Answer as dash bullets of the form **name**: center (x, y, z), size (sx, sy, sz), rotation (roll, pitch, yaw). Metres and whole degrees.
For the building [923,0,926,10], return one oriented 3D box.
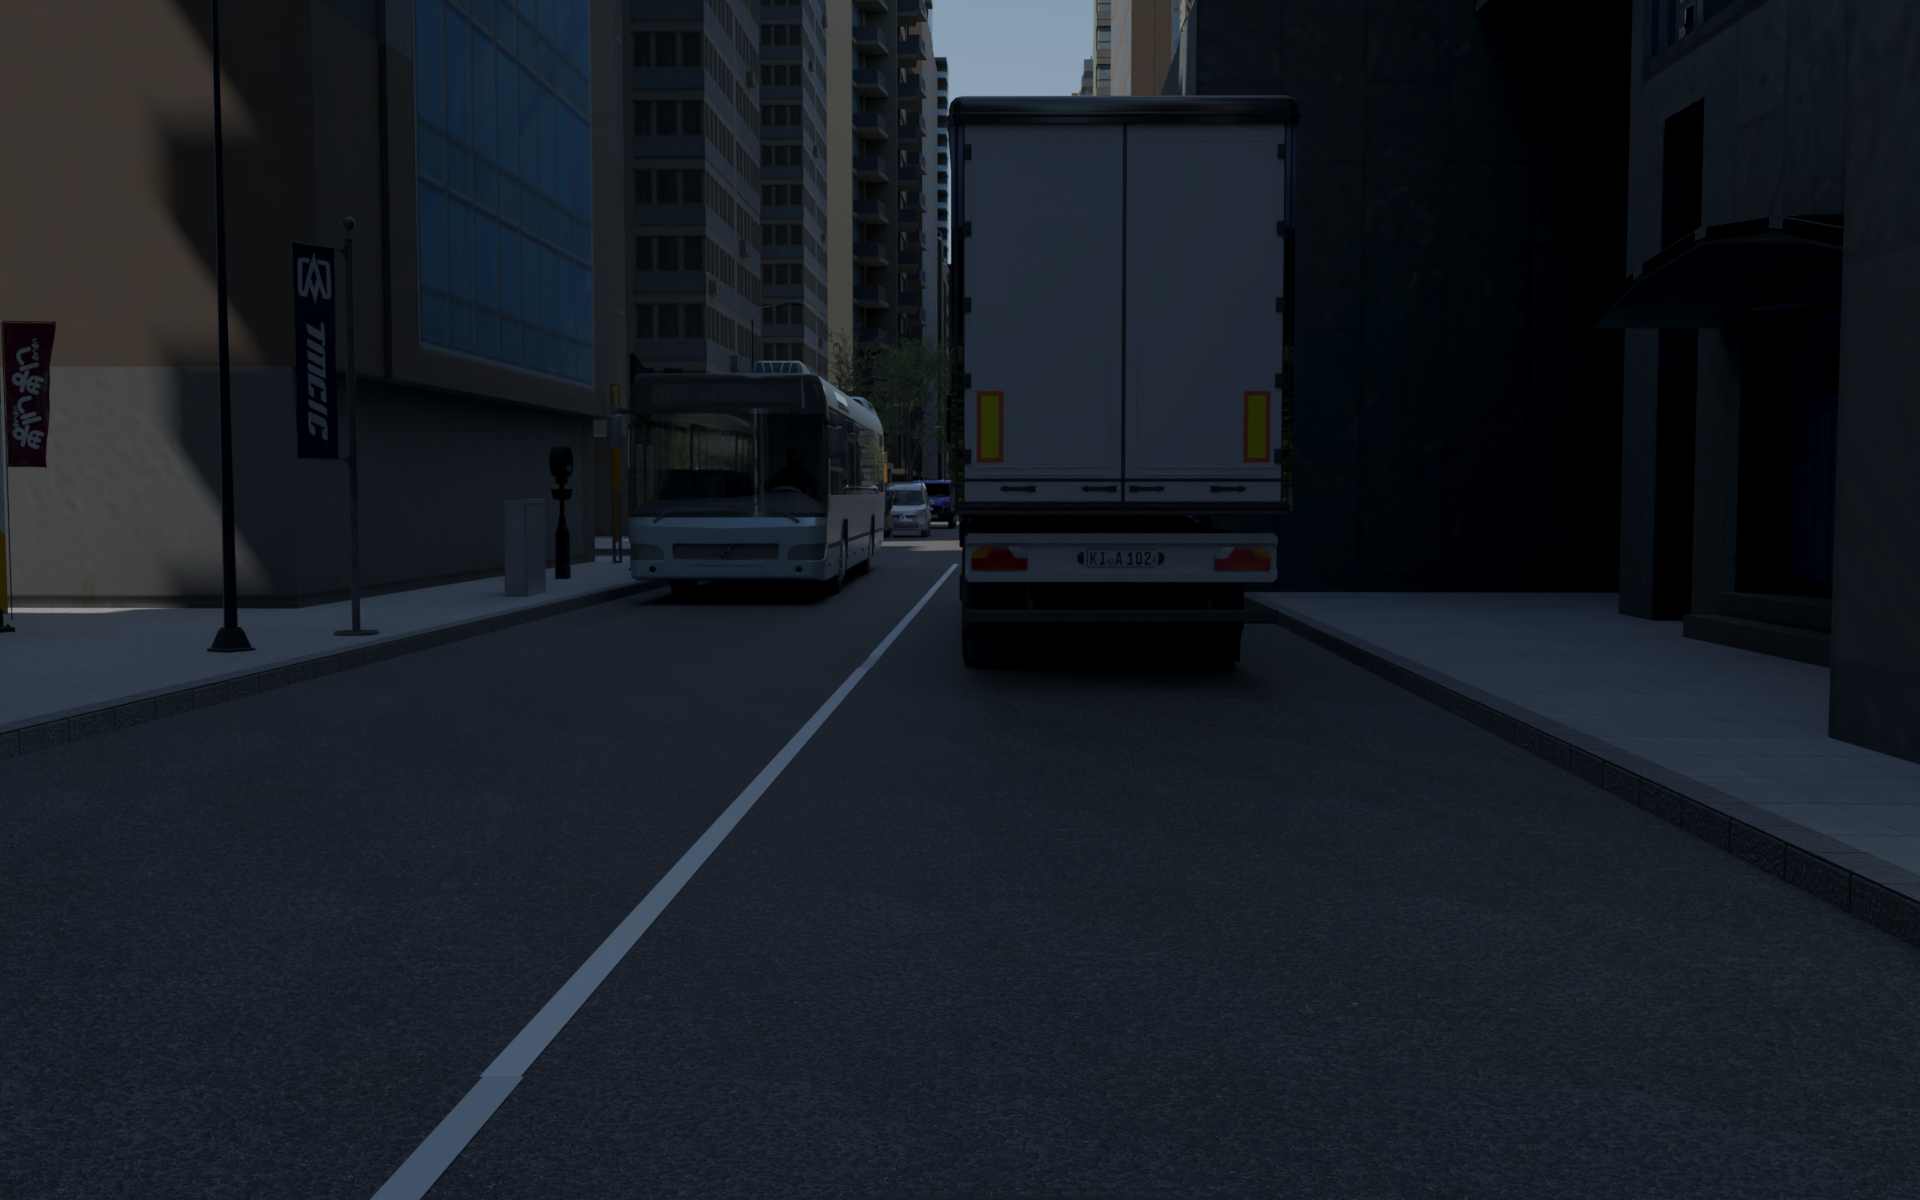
- **building**: center (-9.819, -30.759, 153.025), size (14.600, 45.320, 14.200), rotation (0, 4, 2)

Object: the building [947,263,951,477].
- **building**: center (-7.671, -26.746, 208.993), size (14.160, 30.474, 14.107), rotation (0, 4, 2)

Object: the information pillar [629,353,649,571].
- **information pillar**: center (-5.328, -2.303, 29.004), size (0.183, 3.616, 0.504), rotation (2, 4, 32)

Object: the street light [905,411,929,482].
- **street light**: center (-2.514, -7.629, 97.274), size (1.470, 5.913, 1.316), rotation (0, 4, 2)

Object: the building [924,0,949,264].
- **building**: center (-11.136, -56.145, 230.644), size (22.319, 86.520, 31.000), rotation (0, 4, 2)

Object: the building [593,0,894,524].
- **building**: center (-20.098, -24.581, 93.773), size (32.217, 40.220, 23.993), rotation (0, 4, 2)

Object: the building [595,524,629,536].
- **building**: center (-19.733, -22.329, 56.963), size (32.217, 40.220, 23.993), rotation (0, 4, 2)

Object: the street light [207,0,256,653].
- **street light**: center (-5.422, -2.534, 13.968), size (1.470, 5.913, 1.316), rotation (0, 4, 2)

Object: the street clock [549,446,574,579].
- **street clock**: center (-6.011, -1.321, 26.161), size (0.358, 2.002, 0.471), rotation (0, 4, 5)

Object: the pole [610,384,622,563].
- **pole**: center (-6.369, -2.339, 32.089), size (0.158, 3.312, 0.155), rotation (0, 3, 0)

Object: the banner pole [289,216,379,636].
- **banner pole**: center (-5.625, -1.559, 15.514), size (0.401, 3.779, 0.863), rotation (2, 4, 28)

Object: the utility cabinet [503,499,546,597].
- **utility cabinet**: center (-5.551, -0.668, 22.081), size (0.306, 1.237, 1.020), rotation (0, 4, 0)

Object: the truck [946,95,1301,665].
- **truck**: center (1.199, -1.768, 17.826), size (2.839, 4.237, 11.283), rotation (0, 4, 0)

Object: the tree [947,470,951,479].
- **tree**: center (0.027, -12.773, 192.544), size (4.285, 4.588, 4.351), rotation (0, 3, 0)

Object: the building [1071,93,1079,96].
- **building**: center (24.542, -43.972, 260.939), size (21.231, 58.520, 28.212), rotation (0, 4, 2)

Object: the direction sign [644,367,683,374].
- **direction sign**: center (-5.400, -2.396, 31.169), size (0.876, 3.537, 0.379), rotation (-2, 4, -26)

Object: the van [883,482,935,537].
- **van**: center (-1.852, -3.161, 58.688), size (2.013, 2.044, 4.112), rotation (0, 4, 1)

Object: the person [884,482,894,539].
- **person**: center (-2.362, -2.848, 55.047), size (0.794, 1.824, 0.713), rotation (2, 4, 35)

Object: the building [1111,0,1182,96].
- **building**: center (13.397, -25.675, 69.900), size (14.600, 45.320, 14.200), rotation (0, 4, 2)

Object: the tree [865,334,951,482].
- **tree**: center (-3.180, -11.431, 112.644), size (9.928, 11.665, 9.643), rotation (0, 3, 0)

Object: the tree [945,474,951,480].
- **tree**: center (-0.883, -10.446, 165.399), size (1.663, 3.219, 1.824), rotation (0, 3, 0)

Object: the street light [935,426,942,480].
- **street light**: center (-1.948, -8.954, 118.945), size (1.470, 5.913, 1.316), rotation (0, 4, 2)

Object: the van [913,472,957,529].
- **van**: center (-1.121, -4.217, 73.324), size (2.240, 2.365, 5.245), rotation (0, 4, 2)

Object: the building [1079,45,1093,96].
- **building**: center (23.265, -33.972, 175.055), size (23.786, 49.044, 30.456), rotation (0, 4, 2)

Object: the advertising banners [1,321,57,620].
- **advertising banners**: center (-10.183, -1.304, 17.513), size (2.074, 3.025, 0.090), rotation (0, 4, -6)

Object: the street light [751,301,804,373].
- **street light**: center (-4.463, -4.240, 41.859), size (1.470, 5.913, 1.316), rotation (0, 4, 2)

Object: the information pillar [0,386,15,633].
- **information pillar**: center (-8.997, -1.497, 15.838), size (0.183, 3.616, 0.504), rotation (2, 4, 30)

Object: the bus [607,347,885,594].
- **bus**: center (-2.882, -2.006, 27.659), size (2.948, 3.499, 13.247), rotation (0, 4, 1)

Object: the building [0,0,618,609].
- **building**: center (-13.871, -22.949, 25.320), size (14.200, 45.320, 14.600), rotation (0, 4, 2)

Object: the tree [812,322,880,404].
- **tree**: center (-5.169, -7.583, 74.350), size (4.360, 8.622, 3.978), rotation (0, 3, 0)

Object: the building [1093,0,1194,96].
- **building**: center (16.444, -26.930, 123.893), size (14.154, 41.232, 14.086), rotation (0, 4, 2)

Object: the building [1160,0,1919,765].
- **building**: center (14.019, -42.935, 14.664), size (22.319, 86.520, 31.000), rotation (0, 4, 2)

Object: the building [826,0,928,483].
- **building**: center (-13.925, -29.177, 131.675), size (22.147, 44.769, 28.867), rotation (0, 4, 2)

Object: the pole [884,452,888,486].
- **pole**: center (-3.607, -5.521, 84.114), size (0.158, 3.312, 0.155), rotation (0, 3, 0)

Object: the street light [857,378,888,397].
- **street light**: center (-3.569, -5.929, 69.480), size (1.470, 5.913, 1.316), rotation (0, 4, 2)

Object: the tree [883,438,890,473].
- **tree**: center (-4.872, -5.855, 79.443), size (4.285, 4.588, 4.351), rotation (0, 3, 0)

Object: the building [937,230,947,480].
- **building**: center (-9.023, -25.127, 182.526), size (14.160, 30.474, 14.107), rotation (0, 4, 2)
